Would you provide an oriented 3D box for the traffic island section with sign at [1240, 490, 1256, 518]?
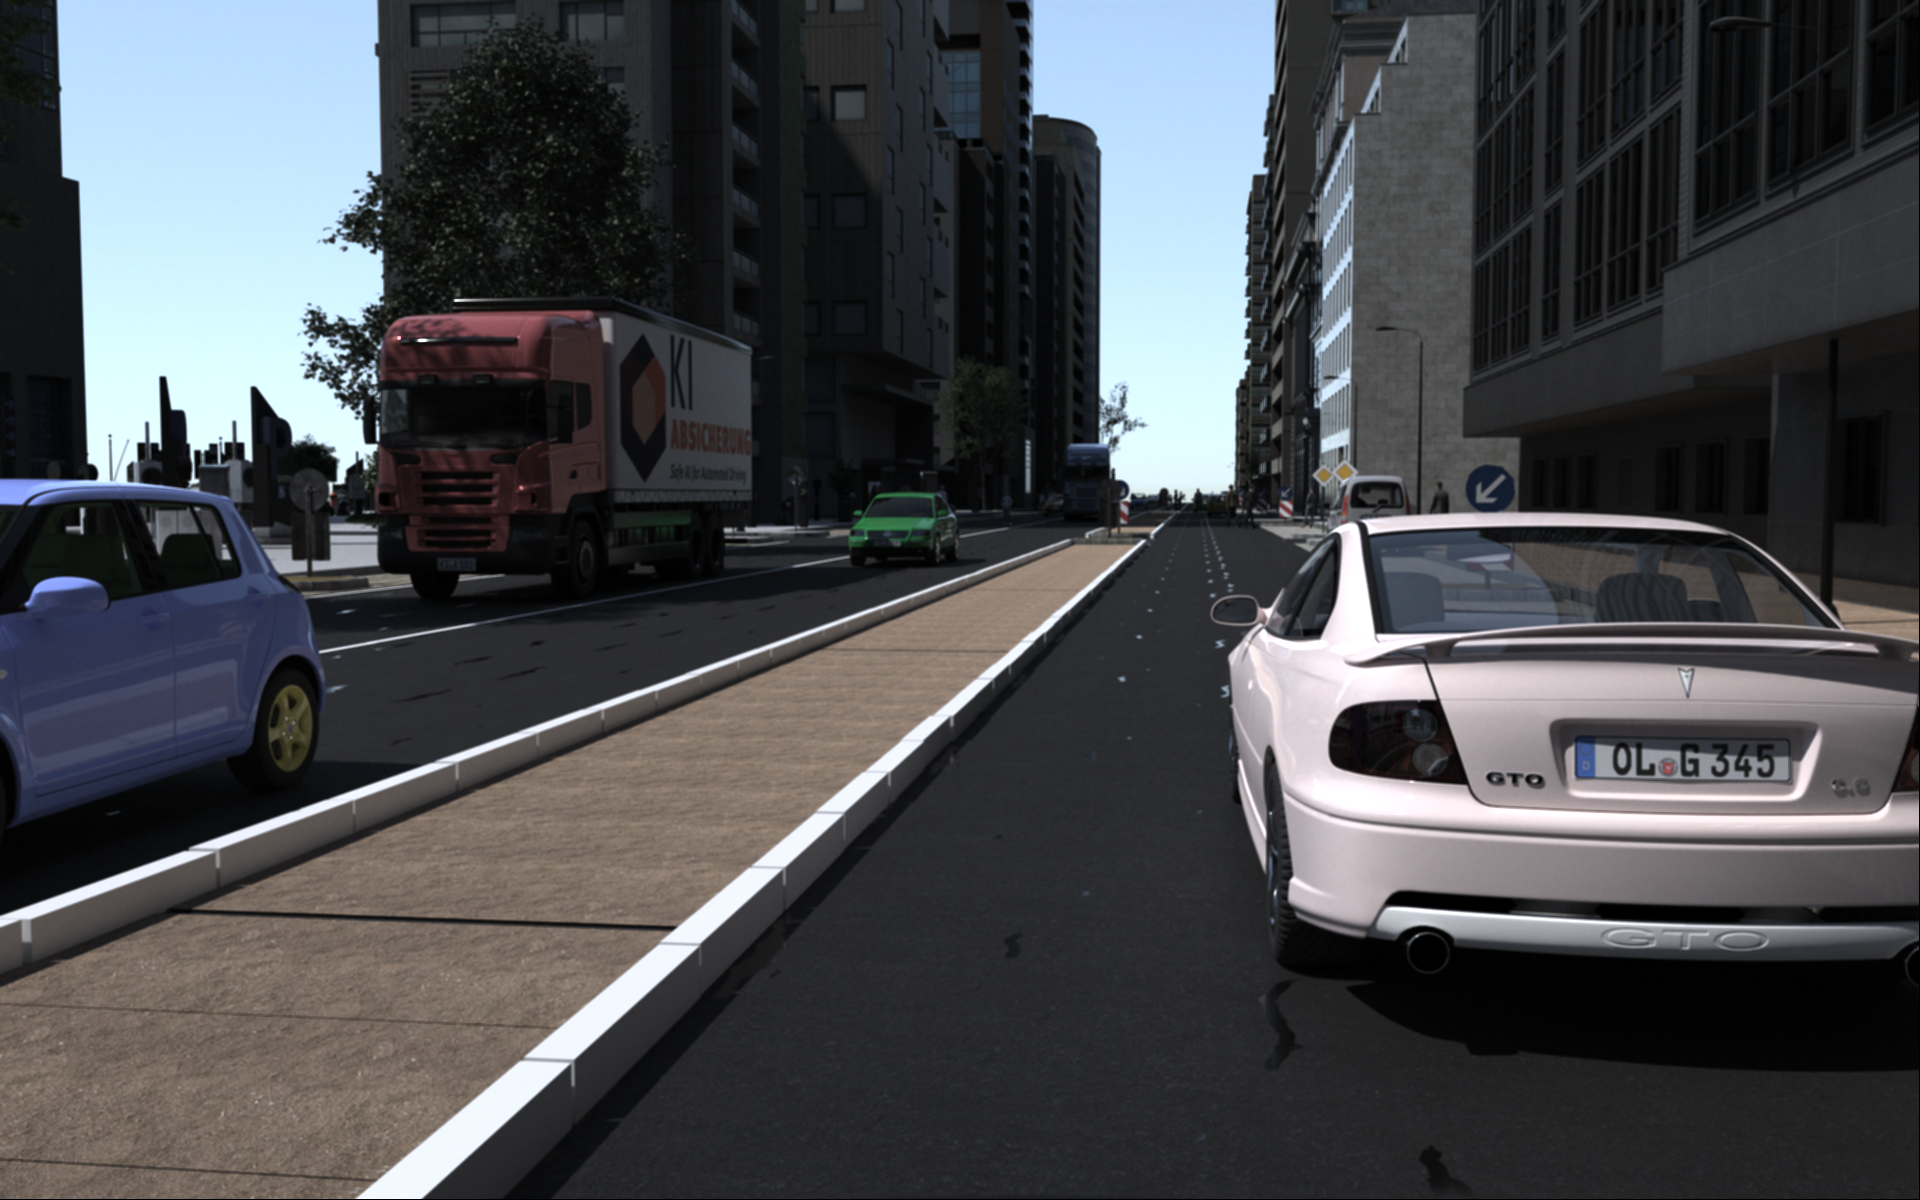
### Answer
[{"bbox_3d":[18.213,-5.906,105.196,1.989,1.847,2.006,0,4,8],"label":"traffic island section with sign"}]

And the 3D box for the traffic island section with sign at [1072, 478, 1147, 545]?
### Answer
[{"bbox_3d":[4.249,-2.535,49.580,2.006,1.907,1.989,0,4,8],"label":"traffic island section with sign"}]

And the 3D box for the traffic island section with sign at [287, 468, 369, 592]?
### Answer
[{"bbox_3d":[-10.063,-1.066,26.055,1.989,1.847,2.006,0,4,8],"label":"traffic island section with sign"}]

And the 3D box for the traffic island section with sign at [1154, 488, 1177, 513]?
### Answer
[{"bbox_3d":[15.459,-7.537,131.364,2.006,1.907,1.989,0,4,8],"label":"traffic island section with sign"}]

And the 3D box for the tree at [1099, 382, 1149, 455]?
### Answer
[{"bbox_3d":[25.311,-26.589,290.618,12.611,20.169,13.585,0,3,0],"label":"tree"}]

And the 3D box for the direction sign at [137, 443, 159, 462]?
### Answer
[{"bbox_3d":[-35.741,-5.159,76.345,0.876,3.537,0.379,-3,4,-37],"label":"direction sign"}]

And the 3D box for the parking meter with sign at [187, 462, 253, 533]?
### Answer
[{"bbox_3d":[-19.049,-2.937,44.273,1.738,3.016,0.543,-1,4,-14],"label":"parking meter with sign"}]

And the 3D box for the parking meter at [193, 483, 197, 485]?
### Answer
[{"bbox_3d":[-39.567,-5.141,89.761,0.399,1.863,0.255,0,4,-1],"label":"parking meter"}]

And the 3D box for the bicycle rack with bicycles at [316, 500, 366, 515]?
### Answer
[{"bbox_3d":[-37.915,-5.700,106.575,2.925,0.926,2.852,0,4,5],"label":"bicycle rack with bicycles"}]

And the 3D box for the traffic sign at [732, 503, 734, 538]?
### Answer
[{"bbox_3d":[-6.646,-2.882,50.769,0.795,2.450,0.064,0,4,8],"label":"traffic sign"}]

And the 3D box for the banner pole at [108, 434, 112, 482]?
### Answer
[{"bbox_3d":[-35.523,-5.043,72.471,0.401,3.779,0.863,-2,4,-24],"label":"banner pole"}]

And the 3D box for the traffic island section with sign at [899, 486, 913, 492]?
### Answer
[{"bbox_3d":[-2.553,-4.416,80.825,1.989,1.847,2.006,0,4,8],"label":"traffic island section with sign"}]

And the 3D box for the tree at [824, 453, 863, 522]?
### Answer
[{"bbox_3d":[-5.621,-5.301,81.280,1.663,3.219,1.824,0,3,0],"label":"tree"}]

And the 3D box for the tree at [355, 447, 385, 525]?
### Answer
[{"bbox_3d":[-23.877,-4.670,70.962,1.663,3.219,1.824,0,3,0],"label":"tree"}]

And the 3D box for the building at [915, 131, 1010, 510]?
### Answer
[{"bbox_3d":[-3.662,-22.600,141.218,14.160,30.474,14.107,0,4,8],"label":"building"}]

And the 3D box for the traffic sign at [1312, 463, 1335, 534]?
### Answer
[{"bbox_3d":[11.818,-3.220,56.287,0.795,2.450,0.064,0,4,8],"label":"traffic sign"}]

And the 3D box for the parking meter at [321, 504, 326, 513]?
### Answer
[{"bbox_3d":[-28.082,-4.312,76.209,0.255,1.863,0.399,-2,4,-26],"label":"parking meter"}]

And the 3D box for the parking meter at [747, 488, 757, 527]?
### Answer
[{"bbox_3d":[-8.036,-3.572,66.818,0.372,1.533,0.369,0,3,0],"label":"parking meter"}]

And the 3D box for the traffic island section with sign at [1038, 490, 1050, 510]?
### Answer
[{"bbox_3d":[7.942,-9.100,157.410,1.989,1.847,2.006,0,4,8],"label":"traffic island section with sign"}]

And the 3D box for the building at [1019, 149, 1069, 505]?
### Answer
[{"bbox_3d":[5.041,-31.621,200.603,14.154,41.232,14.086,0,4,8],"label":"building"}]

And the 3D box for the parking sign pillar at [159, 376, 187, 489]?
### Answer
[{"bbox_3d":[-18.305,-3.173,40.343,1.447,3.967,1.447,-1,4,-19],"label":"parking sign pillar"}]

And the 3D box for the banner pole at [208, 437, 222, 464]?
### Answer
[{"bbox_3d":[-32.436,-5.237,75.648,0.401,3.779,0.863,2,4,26],"label":"banner pole"}]

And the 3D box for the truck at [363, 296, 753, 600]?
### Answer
[{"bbox_3d":[-5.803,-2.329,26.993,2.839,4.237,11.283,0,4,7],"label":"truck"}]

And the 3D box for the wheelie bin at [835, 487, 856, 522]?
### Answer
[{"bbox_3d":[-5.177,-4.314,78.450,0.980,1.594,0.693,0,4,1],"label":"wheelie bin"}]

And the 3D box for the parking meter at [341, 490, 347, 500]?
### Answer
[{"bbox_3d":[-40.999,-6.541,115.362,0.372,1.533,0.369,0,3,0],"label":"parking meter"}]

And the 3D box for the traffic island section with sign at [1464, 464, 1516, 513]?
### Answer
[{"bbox_3d":[7.061,-0.932,23.866,1.989,1.847,2.006,0,4,8],"label":"traffic island section with sign"}]

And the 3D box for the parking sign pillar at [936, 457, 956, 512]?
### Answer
[{"bbox_3d":[-1.027,-8.355,125.084,1.447,3.967,1.447,-1,4,-17],"label":"parking sign pillar"}]

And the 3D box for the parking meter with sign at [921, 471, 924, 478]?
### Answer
[{"bbox_3d":[-3.315,-8.178,129.975,0.543,3.016,1.738,1,4,22],"label":"parking meter with sign"}]

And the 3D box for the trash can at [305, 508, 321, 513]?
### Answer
[{"bbox_3d":[-25.726,-3.497,68.823,0.748,1.137,0.748,0,3,0],"label":"trash can"}]

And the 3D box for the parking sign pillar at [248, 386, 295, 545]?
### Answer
[{"bbox_3d":[-17.432,-3.395,43.984,1.447,3.967,1.447,0,4,7],"label":"parking sign pillar"}]

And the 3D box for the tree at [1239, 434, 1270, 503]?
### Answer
[{"bbox_3d":[36.420,-16.139,214.231,4.360,8.622,3.978,0,3,0],"label":"tree"}]

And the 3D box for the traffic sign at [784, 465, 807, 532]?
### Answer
[{"bbox_3d":[-5.562,-3.366,58.681,0.795,2.450,0.064,0,4,8],"label":"traffic sign"}]

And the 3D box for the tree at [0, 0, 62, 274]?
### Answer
[{"bbox_3d":[-13.659,-6.108,17.999,7.486,12.596,7.792,0,3,0],"label":"tree"}]

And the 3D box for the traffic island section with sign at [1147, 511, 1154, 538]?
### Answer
[{"bbox_3d":[5.265,-2.984,56.917,2.006,1.907,1.989,0,4,8],"label":"traffic island section with sign"}]

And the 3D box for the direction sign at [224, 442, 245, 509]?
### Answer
[{"bbox_3d":[-31.656,-5.118,75.672,0.379,3.537,0.876,3,5,42],"label":"direction sign"}]

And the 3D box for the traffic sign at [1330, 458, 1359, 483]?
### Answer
[{"bbox_3d":[10.733,-2.736,48.376,0.795,2.450,0.064,0,4,8],"label":"traffic sign"}]

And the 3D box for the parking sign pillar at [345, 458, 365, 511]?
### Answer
[{"bbox_3d":[-45.500,-8.663,130.119,1.447,3.967,1.447,-3,5,-43],"label":"parking sign pillar"}]

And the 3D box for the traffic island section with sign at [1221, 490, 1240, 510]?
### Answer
[{"bbox_3d":[28.736,-10.601,181.951,1.989,1.847,2.006,0,4,8],"label":"traffic island section with sign"}]

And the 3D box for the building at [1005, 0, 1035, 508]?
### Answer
[{"bbox_3d":[-2.841,-52.900,177.587,22.319,86.520,31.000,0,4,8],"label":"building"}]

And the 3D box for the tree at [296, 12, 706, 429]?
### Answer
[{"bbox_3d":[-10.500,-7.639,41.901,9.611,12.733,9.660,0,3,0],"label":"tree"}]

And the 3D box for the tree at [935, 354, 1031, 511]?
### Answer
[{"bbox_3d":[1.691,-12.477,129.759,9.928,11.665,9.643,0,3,0],"label":"tree"}]

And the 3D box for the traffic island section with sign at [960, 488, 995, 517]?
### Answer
[{"bbox_3d":[1.111,-6.049,107.531,1.989,1.847,2.006,0,4,8],"label":"traffic island section with sign"}]

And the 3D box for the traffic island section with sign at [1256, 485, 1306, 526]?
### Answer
[{"bbox_3d":[14.392,-4.200,77.299,1.989,1.847,2.006,0,4,8],"label":"traffic island section with sign"}]

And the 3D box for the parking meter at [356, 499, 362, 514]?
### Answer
[{"bbox_3d":[-29.903,-4.749,86.064,0.372,1.533,0.369,0,3,0],"label":"parking meter"}]

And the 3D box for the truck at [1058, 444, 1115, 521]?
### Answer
[{"bbox_3d":[7.462,-6.652,98.521,2.967,4.110,18.799,0,4,6],"label":"truck"}]

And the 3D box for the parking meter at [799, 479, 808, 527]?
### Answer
[{"bbox_3d":[-6.002,-3.722,66.565,0.255,1.863,0.399,1,4,9],"label":"parking meter"}]

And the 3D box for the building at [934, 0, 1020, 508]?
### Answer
[{"bbox_3d":[-2.269,-30.905,155.409,14.600,45.320,14.200,0,4,8],"label":"building"}]

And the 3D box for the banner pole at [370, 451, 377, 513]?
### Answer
[{"bbox_3d":[-29.730,-6.031,88.630,0.863,3.779,0.401,2,4,34],"label":"banner pole"}]

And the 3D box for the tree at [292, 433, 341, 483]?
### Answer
[{"bbox_3d":[-34.979,-6.680,92.928,4.285,4.588,4.351,0,3,0],"label":"tree"}]
